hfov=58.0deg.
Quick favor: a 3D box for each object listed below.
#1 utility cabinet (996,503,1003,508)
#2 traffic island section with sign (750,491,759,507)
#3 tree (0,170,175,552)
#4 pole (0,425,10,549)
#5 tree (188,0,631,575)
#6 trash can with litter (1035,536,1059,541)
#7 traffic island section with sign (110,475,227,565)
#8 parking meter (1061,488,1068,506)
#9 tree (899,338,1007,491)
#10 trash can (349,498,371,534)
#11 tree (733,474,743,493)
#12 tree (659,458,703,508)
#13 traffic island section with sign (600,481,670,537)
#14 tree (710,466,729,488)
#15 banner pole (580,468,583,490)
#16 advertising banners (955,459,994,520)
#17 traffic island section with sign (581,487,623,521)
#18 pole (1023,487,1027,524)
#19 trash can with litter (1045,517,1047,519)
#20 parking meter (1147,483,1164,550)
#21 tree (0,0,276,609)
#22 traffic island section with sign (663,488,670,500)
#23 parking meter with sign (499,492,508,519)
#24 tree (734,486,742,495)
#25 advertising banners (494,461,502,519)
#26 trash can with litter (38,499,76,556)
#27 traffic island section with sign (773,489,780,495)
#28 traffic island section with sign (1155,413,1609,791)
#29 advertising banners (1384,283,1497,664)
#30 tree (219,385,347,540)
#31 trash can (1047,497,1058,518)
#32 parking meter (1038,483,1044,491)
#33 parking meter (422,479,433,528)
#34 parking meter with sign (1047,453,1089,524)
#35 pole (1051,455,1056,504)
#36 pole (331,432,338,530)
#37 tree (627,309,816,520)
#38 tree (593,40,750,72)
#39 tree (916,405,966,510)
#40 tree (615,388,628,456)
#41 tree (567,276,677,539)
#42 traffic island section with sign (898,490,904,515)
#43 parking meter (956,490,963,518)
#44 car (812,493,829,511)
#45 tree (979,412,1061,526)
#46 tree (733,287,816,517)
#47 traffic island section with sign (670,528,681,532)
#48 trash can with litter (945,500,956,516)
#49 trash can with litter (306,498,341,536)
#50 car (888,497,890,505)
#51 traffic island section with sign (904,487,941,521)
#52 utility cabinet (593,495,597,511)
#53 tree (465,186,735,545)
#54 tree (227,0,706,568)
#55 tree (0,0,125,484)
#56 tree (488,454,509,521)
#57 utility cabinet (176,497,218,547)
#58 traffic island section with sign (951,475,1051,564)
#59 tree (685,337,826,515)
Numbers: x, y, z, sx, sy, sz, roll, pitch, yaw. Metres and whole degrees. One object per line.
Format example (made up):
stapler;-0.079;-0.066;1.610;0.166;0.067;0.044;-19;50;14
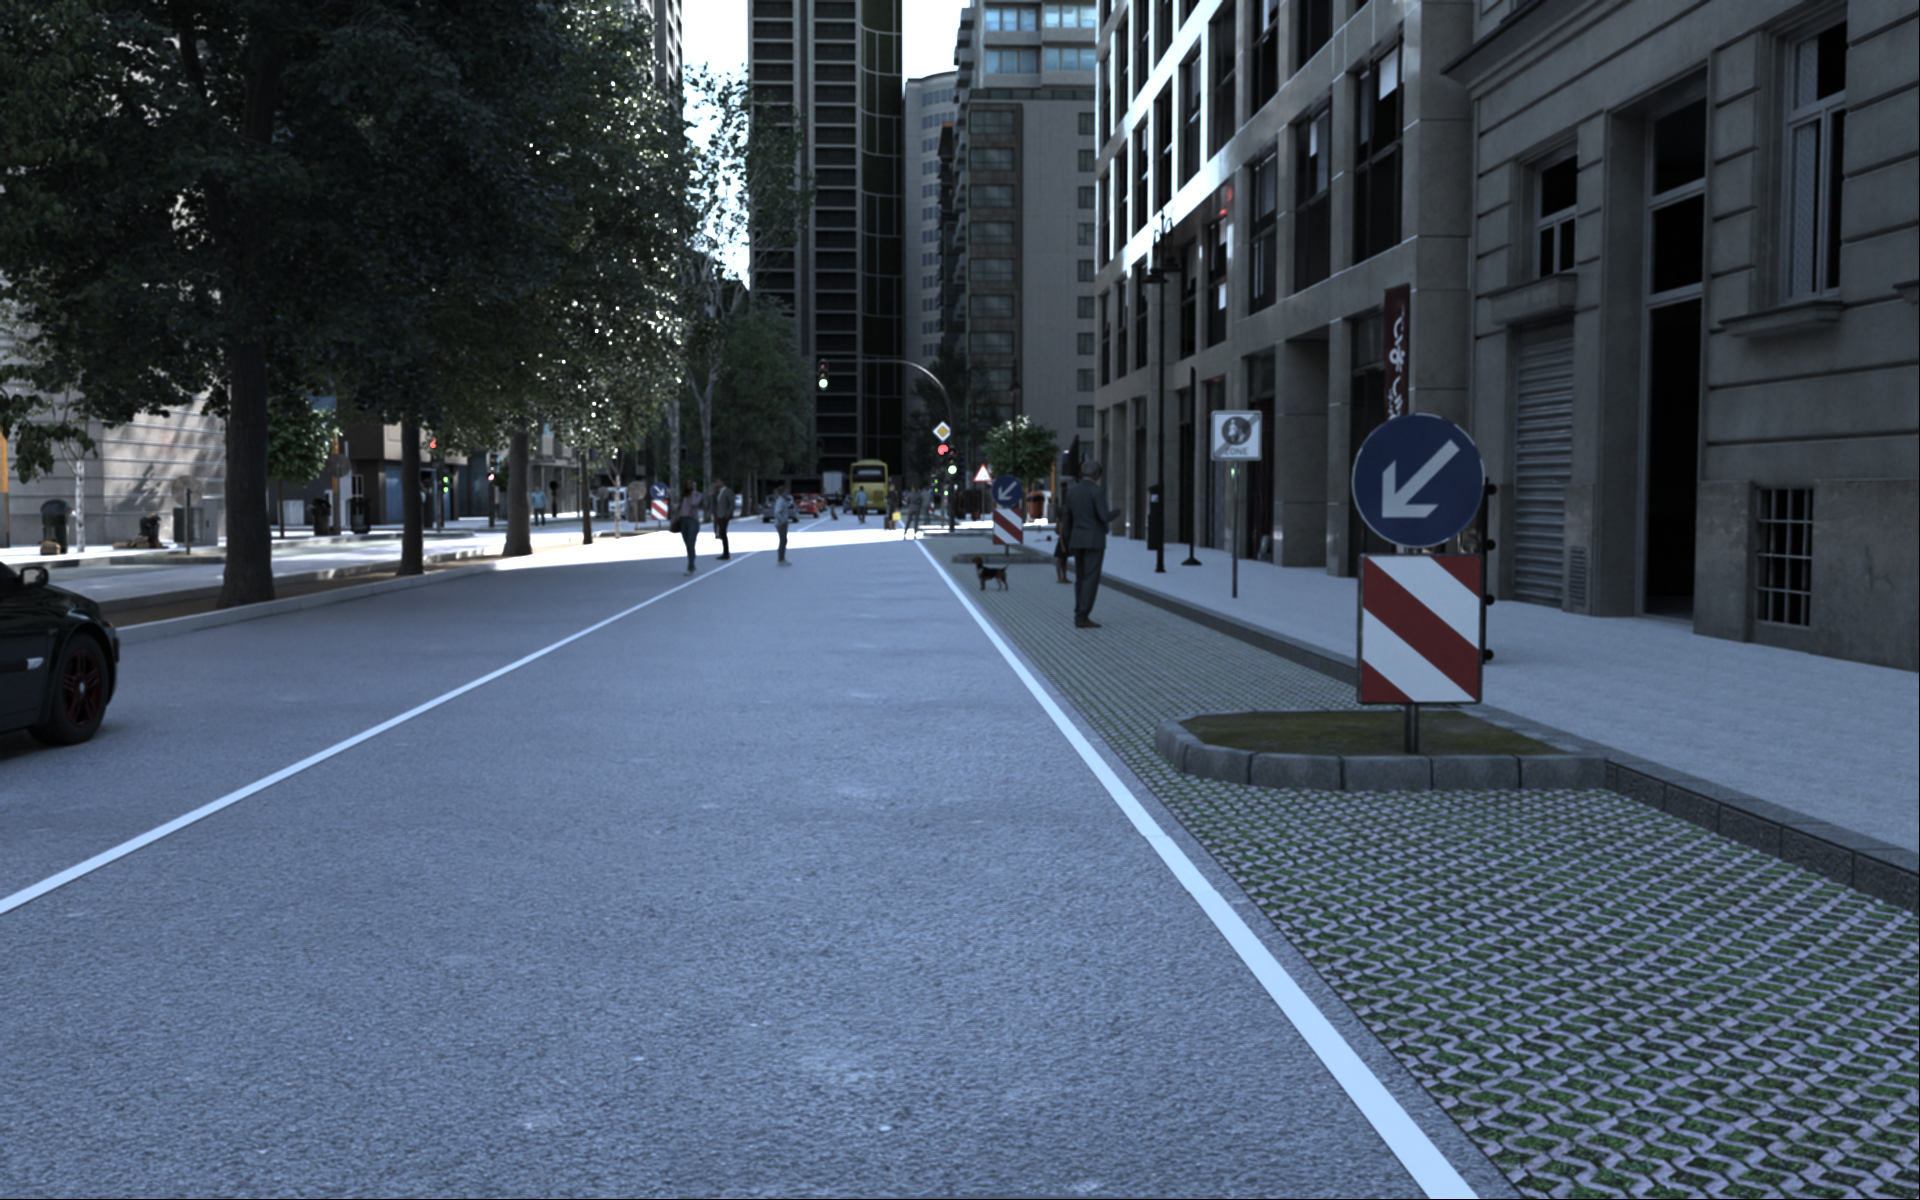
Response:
utility cabinet;1.913;-4.497;84.685;0.306;1.237;1.020;0;4;-1
traffic island section with sign;-23.692;-11.411;195.200;1.989;1.847;2.006;0;4;-3
tree;-19.507;-5.380;38.333;4.360;8.622;3.978;0;3;0
pole;-22.439;-2.860;40.598;0.158;3.312;0.155;0;3;0
tree;-9.780;-6.728;30.585;7.486;12.596;7.792;0;3;0
trash can with litter;3.034;-2.230;47.525;2.233;1.210;1.678;-1;4;-17
traffic island section with sign;-16.145;-1.661;35.791;1.989;1.847;2.006;0;4;-3
parking meter;4.372;-3.864;71.590;0.372;1.533;0.369;0;3;0
tree;-0.213;-10.396;104.381;7.601;10.594;8.767;0;4;-2
trash can;-19.314;-2.700;55.806;0.748;1.137;0.748;0;3;0
tree;-27.416;-13.792;209.217;4.285;4.588;4.351;0;3;0
tree;-23.963;-9.976;146.828;4.285;4.588;4.351;0;3;0
traffic island section with sign;-11.056;-3.097;58.769;2.006;1.907;1.989;0;4;-3
tree;-24.689;-10.983;163.289;4.285;4.588;4.351;0;3;0
banner pole;-28.315;-8.479;128.650;0.401;3.779;0.863;2;4;34
advertising banners;0.765;-5.538;86.740;2.074;3.025;0.090;1;4;16
traffic island section with sign;-18.770;-5.038;90.995;1.989;1.847;2.006;0;4;-3
pole;2.742;-4.886;73.731;0.158;3.312;0.155;0;3;0
trash can with litter;4.653;-4.432;83.857;1.055;1.170;0.624;0;4;-5
parking meter;4.483;-1.912;39.674;0.372;1.533;0.369;0;3;0
tree;-8.945;-6.866;21.369;9.857;13.997;8.962;0;3;0
traffic island section with sign;-20.107;-6.768;119.277;1.989;1.847;2.006;0;4;-3
parking meter with sign;-23.319;-5.676;89.060;1.738;3.016;0.543;-3;5;-41
tree;-27.406;-13.344;212.774;1.663;3.219;1.824;0;3;0
advertising banners;-24.244;-5.795;90.932;0.090;3.025;2.074;0;4;-1
trash can with litter;-19.048;-1.536;36.500;0.624;1.170;1.055;-1;4;-18
traffic island section with sign;-14.961;-8.140;141.222;2.006;1.907;1.989;0;4;-3
traffic island section with sign;2.105;-0.039;9.259;1.989;1.847;2.006;0;4;-3
advertising banners;3.796;-1.083;13.893;0.090;3.025;2.074;-1;4;-9
tree;-19.267;-4.013;49.332;4.285;4.588;4.351;0;3;0
trash can;4.477;-4.308;82.094;0.748;1.137;0.748;0;3;0
parking meter;4.667;-5.783;100.256;0.255;1.863;0.399;-2;4;-30
parking meter;-20.056;-3.640;65.227;0.255;1.863;0.399;1;4;12
parking meter with sign;4.592;-4.771;74.260;1.738;3.016;0.543;1;4;23
pole;4.055;-4.975;75.185;0.158;3.312;0.155;0;3;0
pole;-19.935;-3.758;55.283;0.158;3.312;0.155;0;3;0
tree;-12.676;-10.259;95.954;9.928;11.665;9.643;0;3;0
tree;-12.936;-13.018;71.189;12.611;20.169;13.585;0;3;0
tree;-0.849;-11.459;137.712;4.360;8.622;3.978;0;3;0
tree;-23.525;-12.834;135.586;9.928;11.665;9.643;0;3;0
tree;-10.887;-6.243;54.900;4.360;8.622;3.978;0;3;0
traffic island section with sign;-3.085;-6.737;118.777;1.989;1.847;2.006;0;4;-3
parking meter;-0.030;-5.277;94.685;0.372;1.533;0.369;0;3;0
car;-12.337;-8.526;148.441;2.155;1.783;4.494;0;4;-1
tree;2.397;-5.225;69.145;4.285;4.588;4.351;0;3;0
tree;-13.266;-12.085;106.709;9.857;13.997;8.962;0;3;0
traffic island section with sign;-11.397;-3.549;66.168;2.006;1.907;1.989;0;4;-3
trash can with litter;-0.334;-5.446;100.426;1.055;1.170;0.624;0;4;3
trash can with litter;-19.638;-2.575;53.486;0.624;1.170;1.055;1;4;11
car;-7.947;-12.584;215.334;1.945;1.707;3.694;0;4;-3
traffic island section with sign;-1.816;-5.090;91.852;1.989;1.847;2.006;0;4;-3
utility cabinet;-27.194;-7.229;129.363;0.306;1.237;1.020;0;4;0
tree;-10.465;-6.845;48.784;8.767;10.594;7.601;0;4;-3
tree;-10.236;-7.987;39.703;9.857;13.997;8.962;0;3;0
tree;-8.780;-3.751;14.148;4.737;8.622;4.395;0;3;0
tree;-21.819;-5.442;83.578;1.663;3.219;1.824;0;3;0
utility cabinet;-18.644;-1.906;42.329;0.306;1.237;1.020;2;4;24
traffic island section with sign;0.827;-1.685;36.184;1.989;1.847;2.006;0;4;-3
tree;-13.904;-12.069;116.798;9.611;12.733;9.660;0;3;0
